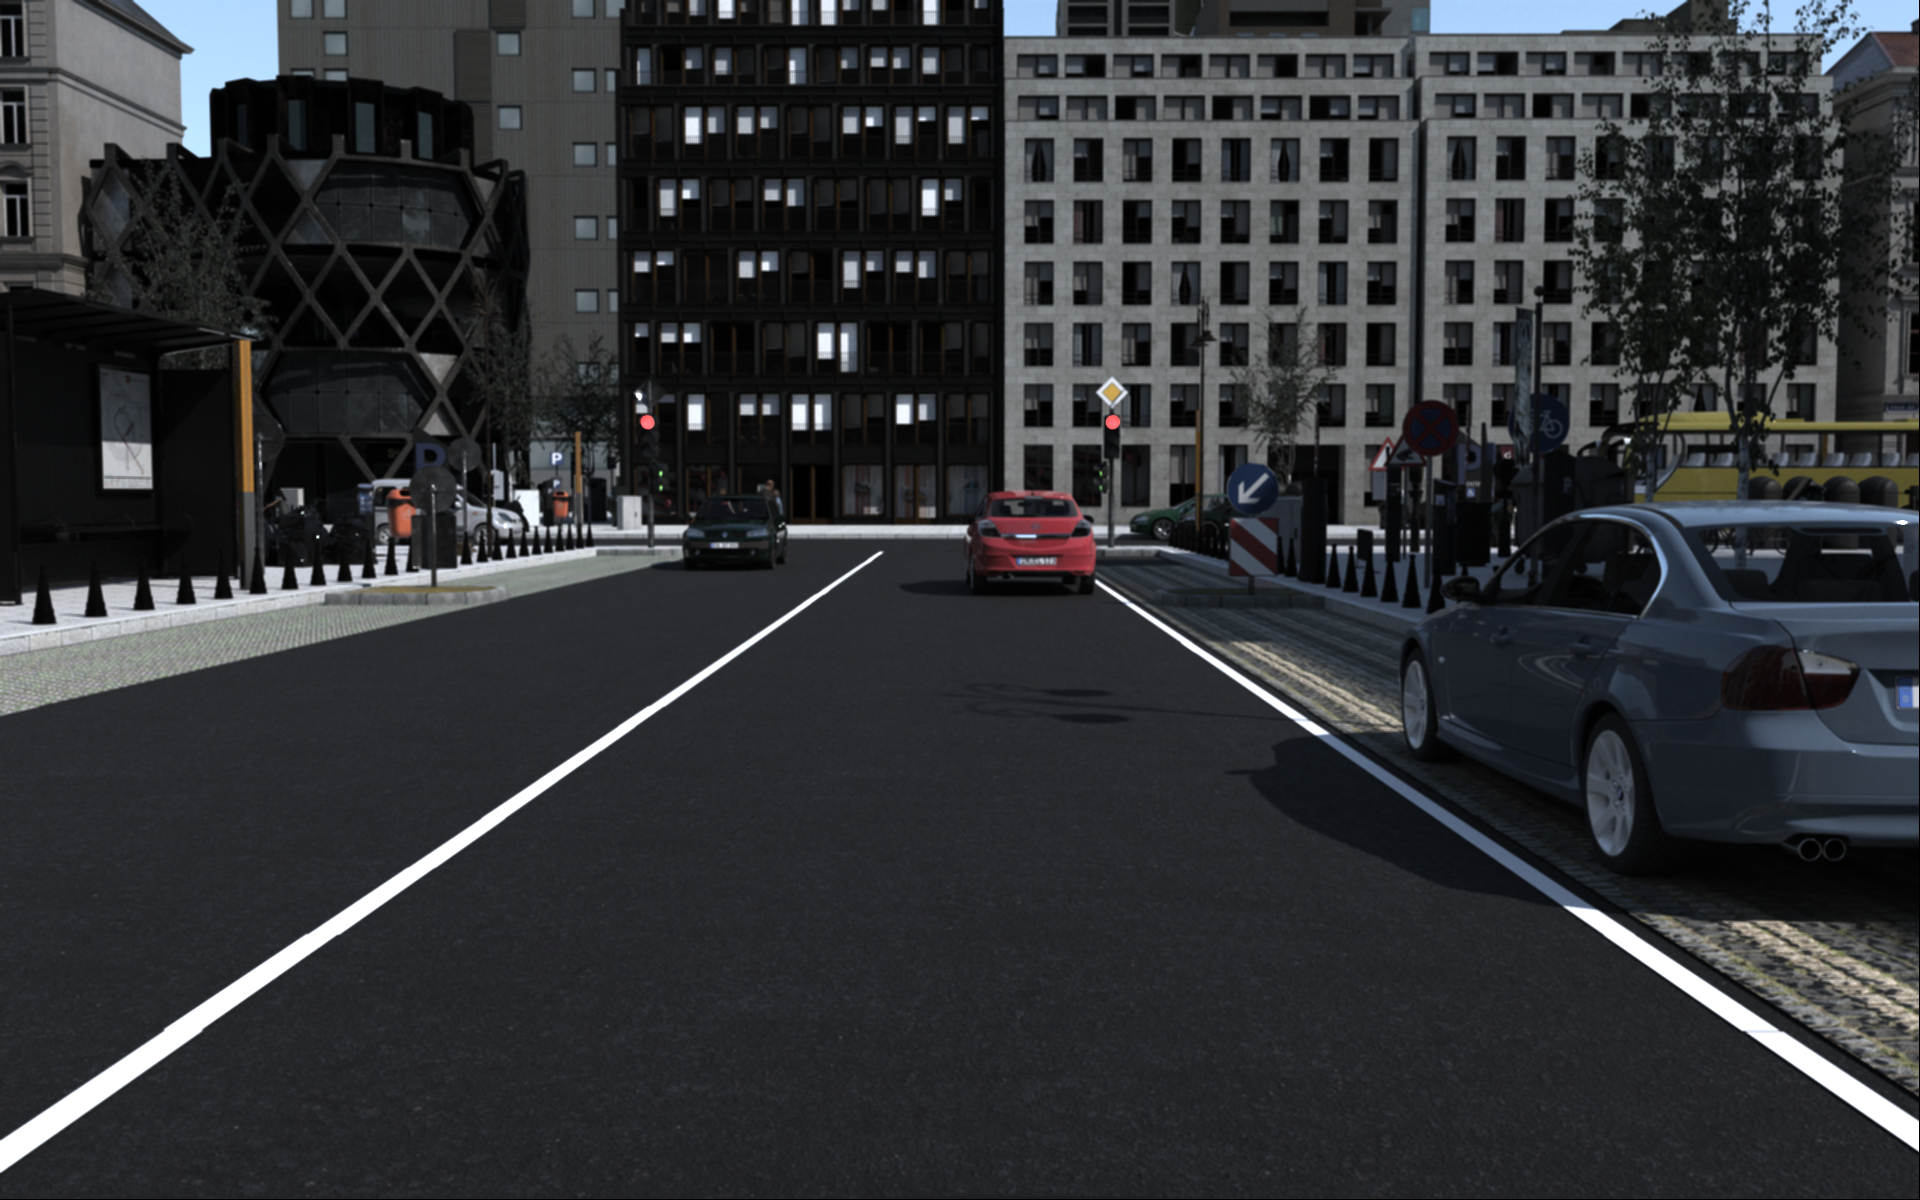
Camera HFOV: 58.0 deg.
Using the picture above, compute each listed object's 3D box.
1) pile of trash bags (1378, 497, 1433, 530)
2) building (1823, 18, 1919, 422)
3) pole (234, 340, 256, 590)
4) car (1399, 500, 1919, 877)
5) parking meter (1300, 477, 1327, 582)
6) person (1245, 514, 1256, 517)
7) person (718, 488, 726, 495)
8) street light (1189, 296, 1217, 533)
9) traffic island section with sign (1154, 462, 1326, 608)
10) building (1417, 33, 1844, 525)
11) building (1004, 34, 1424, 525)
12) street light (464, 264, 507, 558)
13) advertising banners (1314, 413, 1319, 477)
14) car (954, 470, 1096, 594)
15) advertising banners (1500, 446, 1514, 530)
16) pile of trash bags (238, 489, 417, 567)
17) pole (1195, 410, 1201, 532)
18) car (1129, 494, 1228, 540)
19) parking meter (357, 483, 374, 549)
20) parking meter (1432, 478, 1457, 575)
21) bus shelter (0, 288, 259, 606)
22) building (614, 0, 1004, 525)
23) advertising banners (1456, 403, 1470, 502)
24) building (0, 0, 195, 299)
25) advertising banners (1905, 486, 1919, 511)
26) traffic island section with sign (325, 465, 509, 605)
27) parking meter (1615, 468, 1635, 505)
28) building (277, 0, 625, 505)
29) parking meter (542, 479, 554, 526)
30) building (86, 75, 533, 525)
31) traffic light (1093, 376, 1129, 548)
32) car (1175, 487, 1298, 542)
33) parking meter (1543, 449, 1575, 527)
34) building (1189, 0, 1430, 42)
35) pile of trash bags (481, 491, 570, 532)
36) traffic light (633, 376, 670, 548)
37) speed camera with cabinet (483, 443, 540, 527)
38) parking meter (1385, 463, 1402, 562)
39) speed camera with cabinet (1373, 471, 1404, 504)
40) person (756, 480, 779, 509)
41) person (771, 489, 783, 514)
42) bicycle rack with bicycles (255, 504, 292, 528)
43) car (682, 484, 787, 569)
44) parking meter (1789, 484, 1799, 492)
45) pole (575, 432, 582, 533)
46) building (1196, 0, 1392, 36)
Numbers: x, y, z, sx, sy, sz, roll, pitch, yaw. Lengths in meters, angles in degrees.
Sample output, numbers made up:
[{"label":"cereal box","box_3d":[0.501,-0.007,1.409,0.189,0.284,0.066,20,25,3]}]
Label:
[{"label":"pile of trash bags","box_3d":[16.242,-3.279,63.364,1.912,1.369,3.447,0,4,-1]},{"label":"building","box_3d":[47.539,-14.627,75.305,21.152,22.565,11.583,0,4,0]},{"label":"pole","box_3d":[-9.515,-1.787,23.054,0.158,3.312,0.155,0,3,0]},{"label":"car","box_3d":[3.297,0.259,7.761,2.014,1.417,4.499,0,4,0]},{"label":"parking meter","box_3d":[5.163,-1.032,25.285,0.372,1.533,0.369,0,3,0]},{"label":"person","box_3d":[7.856,-2.270,46.061,0.683,1.767,0.568,0,4,5]},{"label":"person","box_3d":[-7.167,-2.594,52.618,0.593,1.614,0.444,2,4,25]},{"label":"street light","box_3d":[5.676,-4.147,40.598,0.468,5.910,1.993,0,4,0]},{"label":"traffic island section with sign","box_3d":[3.577,-0.851,22.538,1.989,1.847,2.006,0,4,0]},{"label":"building","box_3d":[27.321,-13.502,75.501,16.860,20.320,10.420,0,4,0]},{"label":"building","box_3d":[10.253,-13.525,75.890,16.860,20.320,10.420,0,4,0]},{"label":"street light","box_3d":[-9.522,-3.800,34.915,0.468,5.910,1.993,0,4,0]},{"label":"advertising banners","box_3d":[7.802,-2.585,38.455,0.090,3.025,2.074,0,4,4]},{"label":"car","box_3d":[1.004,-1.052,26.234,2.155,1.783,4.494,0,4,-1]},{"label":"advertising banners","box_3d":[20.491,-4.062,62.608,2.074,3.025,0.090,0,4,-7]},{"label":"pile of trash bags","box_3d":[-11.452,-1.349,31.802,1.912,1.369,3.447,2,4,35]},{"label":"pole","box_3d":[5.815,-2.955,42.164,0.158,3.312,0.155,0,3,0]},{"label":"car","box_3d":[7.791,-2.624,54.703,4.920,1.459,2.131,0,4,1]},{"label":"parking meter","box_3d":[-13.871,-1.959,40.449,0.372,1.533,0.369,0,3,0]},{"label":"parking meter","box_3d":[7.669,-1.162,27.413,0.372,1.533,0.369,0,3,0]},{"label":"bus shelter","box_3d":[-11.349,-1.935,22.913,1.731,3.624,6.357,0,4,0]},{"label":"building","box_3d":[-6.091,-15.118,76.863,15.834,23.373,12.332,0,4,0]},{"label":"advertising banners","box_3d":[10.007,-2.343,34.488,0.090,3.025,2.074,1,4,11]},{"label":"building","box_3d":[-48.992,-17.097,76.800,25.104,27.353,12.463,0,4,0]},{"label":"advertising banners","box_3d":[69.353,-7.910,125.522,0.090,3.025,2.074,-1,4,-12]},{"label":"traffic island section with sign","box_3d":[-7.147,-0.886,23.109,1.989,1.847,2.006,0,4,0]},{"label":"parking meter","box_3d":[14.763,-2.005,38.491,0.255,1.863,0.399,-1,4,-20]},{"label":"building","box_3d":[-37.033,-33.776,141.475,28.713,52.752,27.495,0,4,0]},{"label":"parking meter","box_3d":[-16.364,-3.858,68.782,0.255,1.863,0.399,3,5,42]},{"label":"building","box_3d":[-28.001,-12.929,78.839,16.811,18.784,16.820,0,4,0]},{"label":"traffic light","box_3d":[3.593,-3.202,41.272,0.839,4.253,0.868,0,4,0]},{"label":"car","box_3d":[8.600,-2.601,52.309,4.222,1.686,2.009,0,3,0]},{"label":"parking meter","box_3d":[7.895,-1.047,22.837,0.399,1.863,0.255,-3,4,-38]},{"label":"building","box_3d":[32.535,-33.683,170.327,23.786,49.044,30.456,0,4,0]},{"label":"pile of trash bags","box_3d":[-14.965,-2.995,58.713,3.447,1.369,1.912,0,4,-7]},{"label":"traffic light","box_3d":[-7.368,-3.203,41.294,0.839,4.253,0.868,0,4,0]},{"label":"speed camera with cabinet","box_3d":[-17.504,-4.480,67.589,2.038,3.252,0.660,-2,4,-26]},{"label":"parking meter","box_3d":[8.201,-1.655,32.763,0.255,1.863,0.399,1,4,9]},{"label":"speed camera with cabinet","box_3d":[17.075,-4.561,68.904,0.660,3.252,2.038,3,4,36]},{"label":"person","box_3d":[-4.299,-1.794,38.515,0.565,1.739,0.600,0,4,5]},{"label":"person","box_3d":[-4.427,-1.871,41.305,0.429,1.552,0.499,2,4,30]},{"label":"bicycle rack with bicycles","box_3d":[-25.897,-3.100,64.071,2.925,0.926,2.852,2,4,31]},{"label":"car","box_3d":[-4.396,-1.491,34.163,2.009,1.686,4.222,0,4,-1]},{"label":"parking meter","box_3d":[17.093,-1.646,35.331,0.372,1.533,0.369,0,3,0]},{"label":"pole","box_3d":[-12.470,-3.839,56.617,0.158,3.312,0.155,0,3,0]},{"label":"building","box_3d":[27.811,-30.451,147.991,14.600,45.320,14.200,0,4,0]}]
